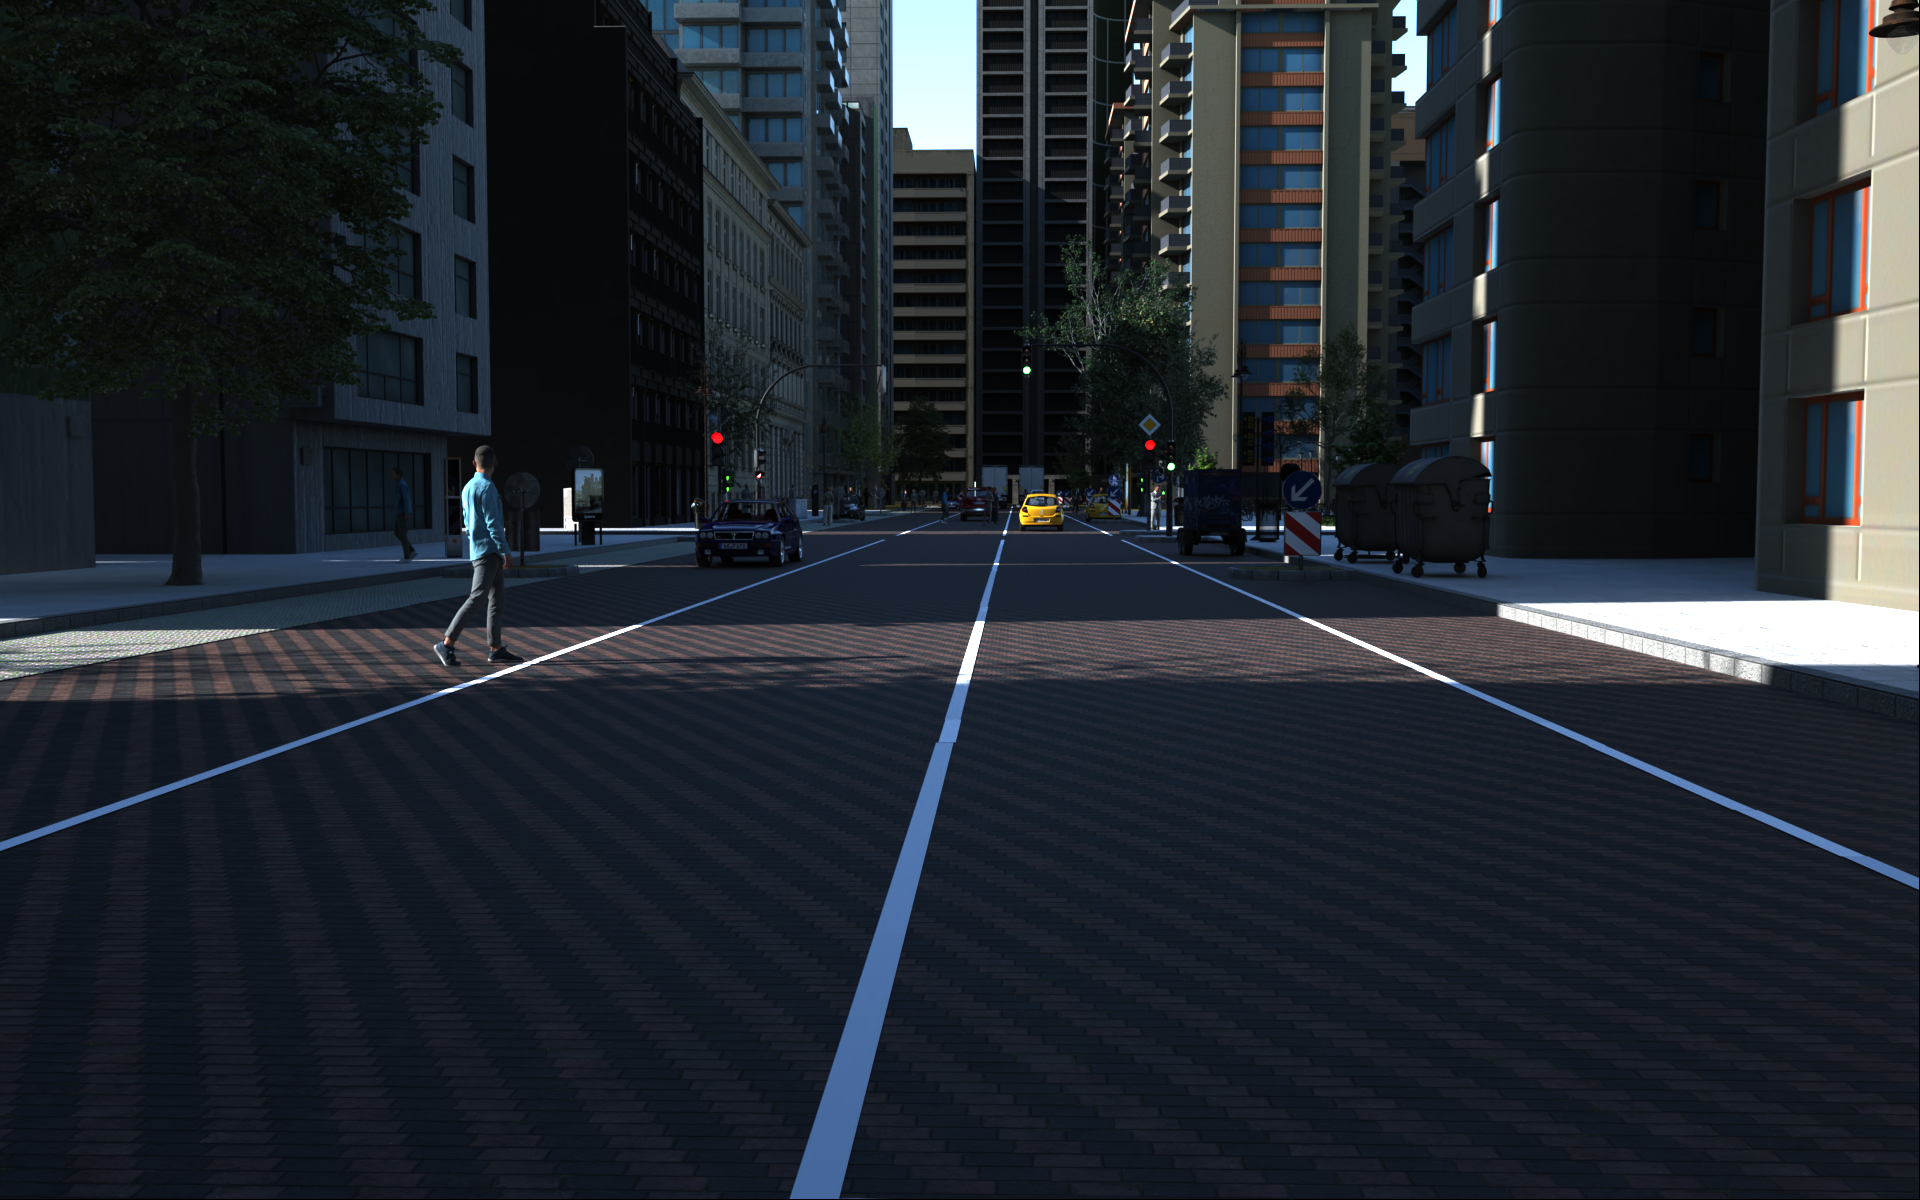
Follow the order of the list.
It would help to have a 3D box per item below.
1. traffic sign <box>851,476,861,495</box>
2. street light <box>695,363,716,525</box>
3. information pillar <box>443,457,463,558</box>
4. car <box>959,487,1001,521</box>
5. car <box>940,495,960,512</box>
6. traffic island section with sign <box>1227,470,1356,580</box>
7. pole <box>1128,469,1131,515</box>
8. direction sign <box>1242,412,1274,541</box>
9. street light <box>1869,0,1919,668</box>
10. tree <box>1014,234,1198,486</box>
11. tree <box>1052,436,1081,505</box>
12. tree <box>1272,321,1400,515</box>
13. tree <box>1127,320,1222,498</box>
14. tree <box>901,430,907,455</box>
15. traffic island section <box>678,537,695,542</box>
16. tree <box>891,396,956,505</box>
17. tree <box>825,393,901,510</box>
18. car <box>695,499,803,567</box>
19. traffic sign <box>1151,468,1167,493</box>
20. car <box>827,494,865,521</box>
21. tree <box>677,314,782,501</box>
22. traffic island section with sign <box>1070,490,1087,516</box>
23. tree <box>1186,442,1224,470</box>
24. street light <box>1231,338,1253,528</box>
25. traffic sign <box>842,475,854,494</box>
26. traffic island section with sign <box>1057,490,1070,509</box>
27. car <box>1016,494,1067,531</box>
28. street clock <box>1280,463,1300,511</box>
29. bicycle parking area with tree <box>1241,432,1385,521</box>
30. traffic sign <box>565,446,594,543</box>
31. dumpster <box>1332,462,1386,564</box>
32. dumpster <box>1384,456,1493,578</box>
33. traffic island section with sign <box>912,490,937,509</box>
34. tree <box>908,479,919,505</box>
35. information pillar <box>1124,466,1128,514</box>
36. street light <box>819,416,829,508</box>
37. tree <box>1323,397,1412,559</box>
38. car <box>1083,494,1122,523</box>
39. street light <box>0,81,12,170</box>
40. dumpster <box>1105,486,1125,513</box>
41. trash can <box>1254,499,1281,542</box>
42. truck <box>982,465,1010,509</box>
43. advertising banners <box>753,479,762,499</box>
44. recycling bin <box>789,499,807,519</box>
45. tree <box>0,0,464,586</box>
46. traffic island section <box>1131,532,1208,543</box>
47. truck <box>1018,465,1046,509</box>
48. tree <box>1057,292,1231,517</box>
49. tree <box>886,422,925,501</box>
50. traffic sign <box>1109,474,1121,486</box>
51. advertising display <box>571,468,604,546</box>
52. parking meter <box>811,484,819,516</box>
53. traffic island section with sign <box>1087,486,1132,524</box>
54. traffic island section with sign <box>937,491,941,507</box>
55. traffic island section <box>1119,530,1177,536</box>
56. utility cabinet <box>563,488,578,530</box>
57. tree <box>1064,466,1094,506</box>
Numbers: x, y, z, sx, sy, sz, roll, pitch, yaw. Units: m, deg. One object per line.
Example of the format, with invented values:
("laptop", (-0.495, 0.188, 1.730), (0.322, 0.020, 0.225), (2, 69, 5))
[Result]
("traffic sign", (-7.206, -7.333, 119.998), (0.768, 2.556, 0.104), (1, 4, 11))
("street light", (-9.005, -5.418, 61.373), (0.468, 5.910, 1.993), (0, 4, 2))
("information pillar", (-10.226, -1.862, 34.930), (0.304, 2.012, 0.304), (-2, 4, -25))
("car", (1.064, -5.167, 93.161), (2.281, 1.827, 5.304), (0, 4, 1))
("car", (-0.677, -7.998, 143.339), (1.945, 1.354, 3.894), (0, 3, 0))
("traffic island section with sign", (5.644, -1.292, 29.758), (1.989, 1.847, 2.006), (0, 4, 2))
("pole", (10.371, -6.855, 105.921), (0.158, 3.312, 0.155), (0, 3, 0))
("direction sign", (8.223, -3.417, 47.858), (0.876, 3.537, 0.379), (0, 4, 1))
("street light", (7.151, -2.433, 12.576), (0.468, 5.910, 1.993), (0, 4, 2))
("tree", (10.217, -16.636, 127.893), (12.611, 20.169, 13.585), (0, 3, 0))
("tree", (13.439, -15.947, 211.089), (4.737, 8.622, 4.395), (0, 3, 0))
("tree", (20.102, -9.705, 93.087), (7.601, 10.594, 8.767), (1, 4, 17))
("tree", (9.211, -7.548, 73.774), (4.360, 8.622, 3.978), (0, 3, 0))
("tree", (-6.597, -11.666, 141.106), (4.737, 8.622, 4.395), (0, 3, 0))
("traffic island section", (-7.367, -1.879, 53.009), (2.009, 0.180, 2.903), (0, 4, 2))
("tree", (-4.198, -17.202, 199.386), (7.486, 12.596, 7.792), (0, 3, 0))
("tree", (-7.405, -10.600, 123.671), (4.737, 8.622, 4.395), (0, 3, 0))
("car", (-4.288, -1.400, 35.466), (1.945, 1.354, 3.894), (0, 4, 3))
("traffic sign", (9.543, -5.078, 83.134), (0.768, 2.556, 0.104), (1, 4, 9))
("car", (-5.995, -4.980, 91.203), (2.009, 1.686, 4.222), (0, 4, 3))
("tree", (-9.507, -7.421, 71.701), (4.360, 8.622, 3.978), (0, 3, 0))
("traffic island section with sign", (8.291, -6.327, 112.071), (1.989, 1.847, 2.006), (0, 4, 2))
("tree", (9.292, -4.276, 64.521), (1.663, 3.219, 1.824), (0, 3, 0))
("street light", (8.363, -4.820, 51.599), (0.468, 5.910, 1.993), (0, 4, 2))
("traffic sign", (-7.524, -7.111, 116.265), (0.884, 2.594, 0.081), (1, 4, 9))
("traffic island section with sign", (9.915, -9.396, 162.245), (1.989, 1.847, 2.006), (0, 4, 2))
("car", (3.196, -3.526, 67.878), (2.015, 1.641, 3.980), (0, 4, 2))
("street clock", (7.739, -2.204, 40.609), (0.358, 2.002, 0.471), (-2, 4, -32))
("bicycle parking area with tree", (17.447, -5.822, 82.188), (9.016, 4.147, 8.231), (-3, 4, -38))
("traffic sign", (-10.063, -2.795, 45.804), (0.768, 2.556, 0.104), (0, 4, 4))
("dumpster", (7.765, -1.638, 32.534), (1.264, 1.857, 1.865), (0, 4, 2))
("dumpster", (7.541, -1.308, 27.149), (1.264, 1.857, 1.865), (0, 4, 2))
("traffic island section with sign", (-3.481, -9.453, 163.176), (1.989, 1.847, 2.006), (0, 4, 2))
("tree", (-5.496, -12.892, 205.392), (1.663, 3.219, 1.824), (0, 3, 0))
("information pillar", (10.927, -7.475, 113.562), (0.183, 3.616, 0.504), (2, 4, 26))
("street light", (-7.861, -7.796, 100.252), (0.468, 5.910, 1.993), (0, 4, 2))
("tree", (8.093, -2.456, 34.751), (1.663, 3.219, 1.824), (0, 3, 0))
("car", (7.308, -4.784, 88.440), (2.015, 1.641, 3.980), (0, 4, 2))
("street light", (-10.477, -2.767, 18.025), (0.468, 5.910, 1.993), (0, 4, 2))
("dumpster", (10.327, -6.707, 115.424), (1.264, 1.857, 1.865), (0, 4, 2))
("trash can", (8.238, -2.121, 46.326), (0.748, 1.137, 0.748), (0, 3, 0))
("truck", (3.496, -11.168, 171.502), (2.839, 4.237, 11.283), (0, 4, 2))
("advertising banners", (-9.093, -5.007, 78.059), (0.090, 3.025, 2.074), (0, 4, 3))
("recycling bin", (-8.421, -4.744, 90.114), (0.722, 1.027, 0.722), (-2, 4, -35))
("tree", (-10.996, -6.507, 24.509), (7.486, 12.596, 7.792), (0, 3, 0))
("traffic island section", (6.367, -1.852, 52.563), (2.009, 0.180, 2.903), (0, 4, 2))
("truck", (7.190, -11.299, 173.646), (2.839, 4.237, 11.283), (0, 4, 3))
("tree", (10.466, -11.082, 98.192), (9.611, 12.733, 9.660), (0, 3, 0))
("tree", (-5.582, -13.539, 171.732), (4.360, 8.622, 3.978), (0, 3, 0))
("traffic sign", (9.995, -6.839, 111.926), (0.768, 2.556, 0.104), (0, 4, 5))
("advertising display", (-9.337, -2.339, 43.452), (0.123, 1.923, 0.974), (2, 4, 35))
("parking meter", (-8.367, -5.761, 99.897), (0.399, 1.863, 0.255), (-1, 4, -15))
("traffic island section with sign", (7.429, -4.679, 85.129), (1.989, 1.847, 2.006), (0, 4, 2))
("traffic island section with sign", (-2.607, -11.110, 190.277), (1.989, 1.847, 2.006), (0, 4, 2))
("traffic island section", (6.624, -2.340, 60.544), (2.009, 0.180, 2.903), (0, 4, 2))
("utility cabinet", (-13.313, -3.164, 60.417), (1.173, 1.500, 0.318), (2, 4, 33))
("tree", (13.371, -12.888, 194.439), (4.285, 4.588, 4.351), (0, 3, 0))
